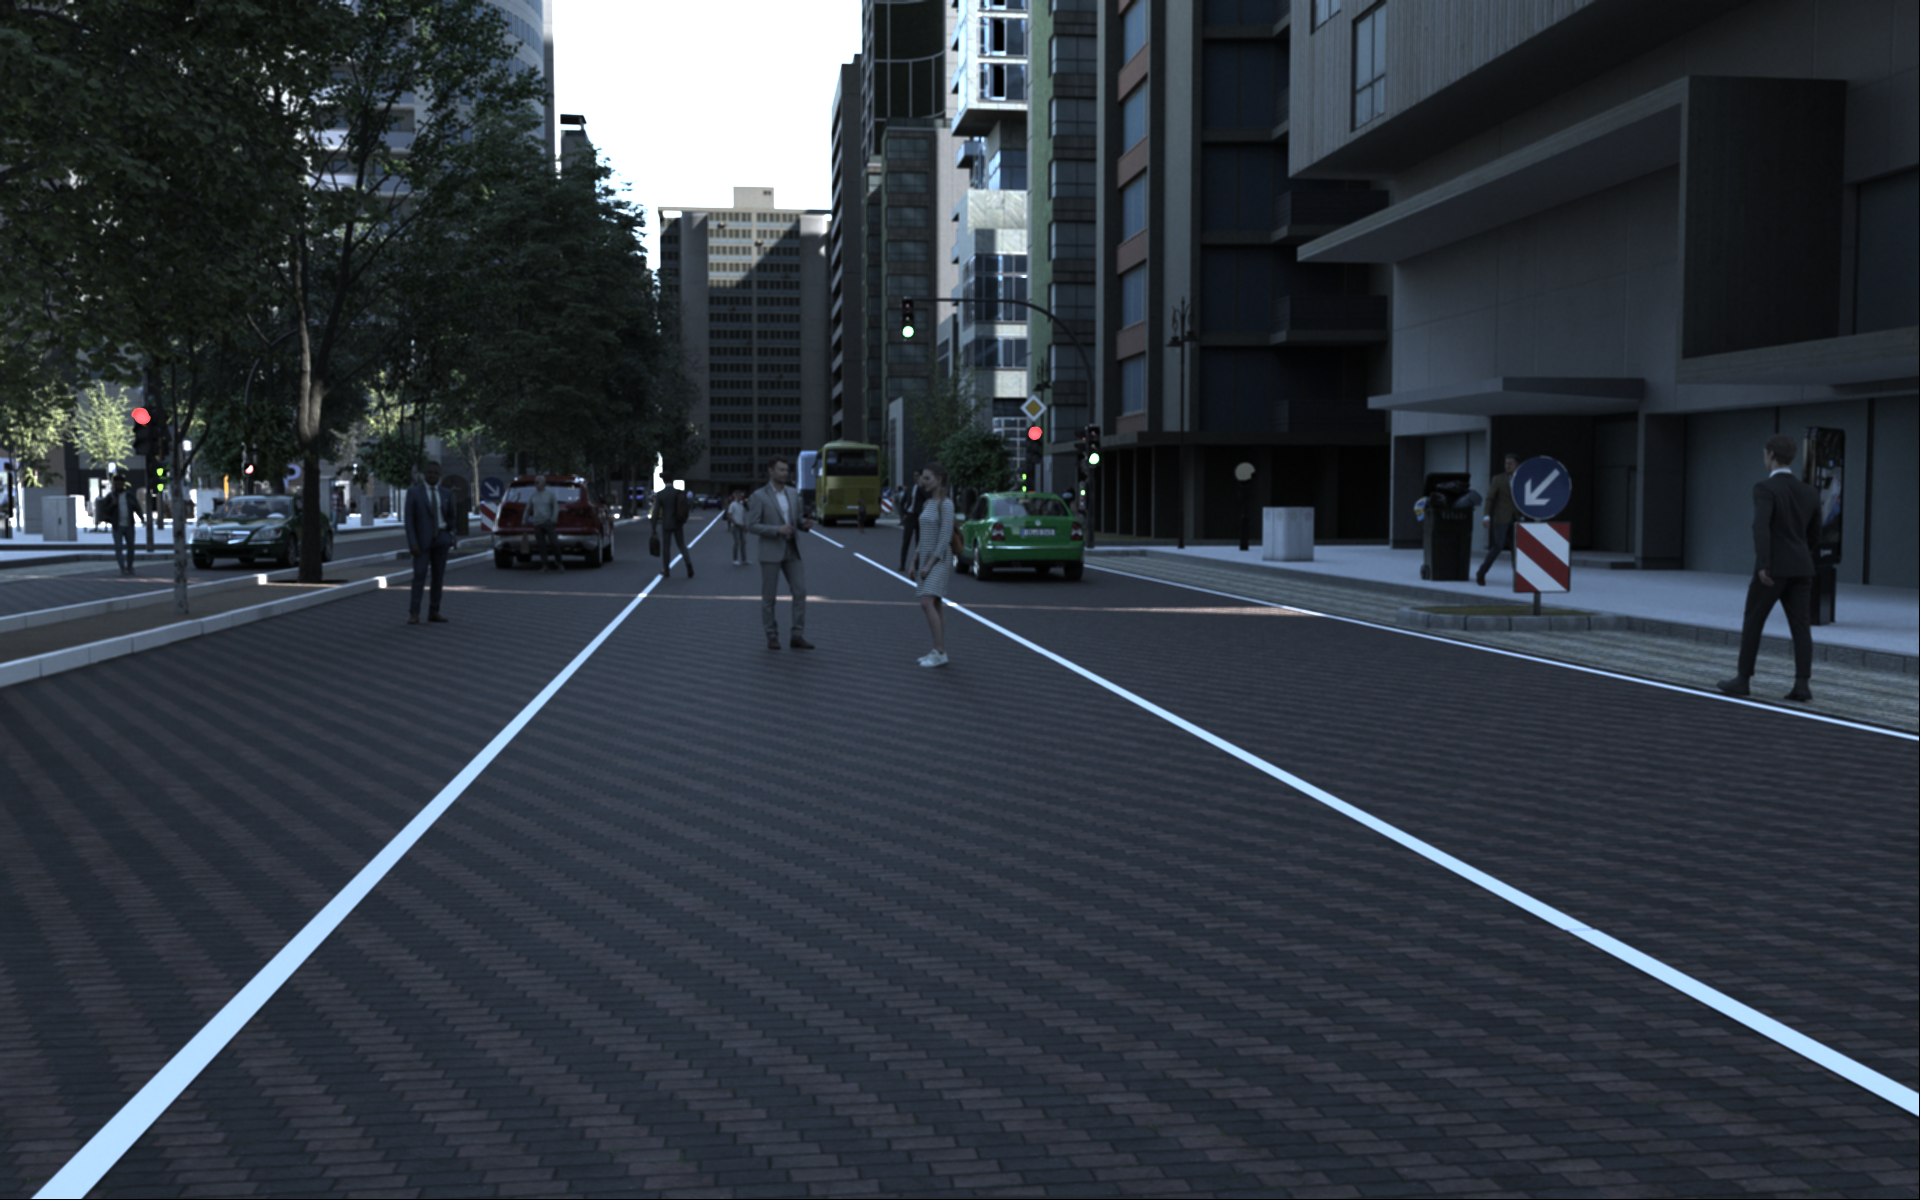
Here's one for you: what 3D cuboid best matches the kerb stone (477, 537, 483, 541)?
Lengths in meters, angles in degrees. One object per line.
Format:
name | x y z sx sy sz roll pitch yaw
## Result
kerb stone | -13.962 -1.690 49.886 0.120 0.150 1.000 0 4 -7

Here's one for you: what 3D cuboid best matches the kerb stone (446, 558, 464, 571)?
kerb stone | -9.754 -0.681 33.368 0.120 0.150 1.000 0 4 -7

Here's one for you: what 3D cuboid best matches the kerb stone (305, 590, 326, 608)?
kerb stone | -8.335 0.004 22.172 0.120 0.150 1.000 0 4 -7

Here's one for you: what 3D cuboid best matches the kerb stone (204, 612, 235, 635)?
kerb stone | -7.819 0.257 18.109 0.120 0.150 1.000 0 4 -7

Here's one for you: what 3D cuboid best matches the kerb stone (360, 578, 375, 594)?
kerb stone | -8.721 -0.185 25.221 0.120 0.150 1.000 0 4 -7

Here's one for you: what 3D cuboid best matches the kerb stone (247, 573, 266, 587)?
kerb stone | -11.069 -0.292 27.009 0.120 0.150 1.000 0 4 -7

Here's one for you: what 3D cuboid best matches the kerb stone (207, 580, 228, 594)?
kerb stone | -10.813 -0.165 24.981 0.120 0.150 1.000 0 4 -7

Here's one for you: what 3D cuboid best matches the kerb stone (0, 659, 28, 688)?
kerb stone | -7.183 0.561 13.022 0.120 0.150 1.000 0 4 -7

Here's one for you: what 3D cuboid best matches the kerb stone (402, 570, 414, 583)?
kerb stone | -9.110 -0.365 28.271 0.120 0.150 1.000 0 4 -7

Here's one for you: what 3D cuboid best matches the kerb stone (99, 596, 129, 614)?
kerb stone | -10.299 0.080 20.909 0.120 0.150 1.000 0 4 -7

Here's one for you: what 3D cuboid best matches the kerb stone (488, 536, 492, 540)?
kerb stone | -14.222 -1.811 51.919 0.120 0.150 1.000 0 4 -7

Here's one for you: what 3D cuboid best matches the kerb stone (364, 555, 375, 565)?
kerb stone | -12.096 -0.791 35.161 0.120 0.150 1.000 0 4 -7

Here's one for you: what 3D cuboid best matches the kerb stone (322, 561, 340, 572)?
kerb stone | -11.706 -0.605 32.095 0.120 0.150 1.000 0 4 -7

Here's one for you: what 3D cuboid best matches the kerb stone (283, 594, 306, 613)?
kerb stone | -8.204 0.063 21.158 0.120 0.150 1.000 0 4 -7

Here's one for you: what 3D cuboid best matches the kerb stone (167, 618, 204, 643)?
kerb stone | -7.701 0.313 17.084 0.120 0.150 1.000 0 4 -7

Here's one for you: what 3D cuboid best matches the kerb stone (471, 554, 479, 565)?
kerb stone | -10.013 -0.807 35.395 0.120 0.150 1.000 0 4 -7

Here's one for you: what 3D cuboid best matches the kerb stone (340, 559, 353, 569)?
kerb stone | -11.838 -0.668 33.116 0.120 0.150 1.000 0 4 -7

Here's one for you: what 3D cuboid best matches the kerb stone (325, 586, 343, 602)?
kerb stone | -8.471 -0.059 23.185 0.120 0.150 1.000 0 4 -7

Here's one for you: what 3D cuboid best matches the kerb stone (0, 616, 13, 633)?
kerb stone | -9.910 0.267 17.864 0.120 0.150 1.000 0 4 -7

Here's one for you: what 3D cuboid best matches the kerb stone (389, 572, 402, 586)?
kerb stone | -8.984 -0.308 27.256 0.120 0.150 1.000 0 4 -7

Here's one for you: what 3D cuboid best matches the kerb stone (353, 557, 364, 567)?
kerb stone | -11.976 -0.730 34.133 0.120 0.150 1.000 0 4 -7

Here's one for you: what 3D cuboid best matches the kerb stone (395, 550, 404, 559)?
kerb stone | -12.488 -0.979 38.205 0.120 0.150 1.000 0 4 -7

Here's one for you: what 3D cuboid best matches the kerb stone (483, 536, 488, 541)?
kerb stone | -14.091 -1.756 50.905 0.120 0.150 1.000 0 4 -7

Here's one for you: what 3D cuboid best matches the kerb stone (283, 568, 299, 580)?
kerb stone | -11.324 -0.419 29.047 0.120 0.150 1.000 0 4 -7

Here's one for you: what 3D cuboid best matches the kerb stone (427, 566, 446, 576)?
kerb stone | -9.500 -0.549 31.336 0.120 0.150 1.000 0 4 -7

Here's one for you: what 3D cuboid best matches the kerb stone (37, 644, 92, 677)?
kerb stone | -7.310 0.499 14.042 0.120 0.150 1.000 0 4 -7

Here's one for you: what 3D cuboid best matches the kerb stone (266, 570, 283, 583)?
kerb stone | -11.194 -0.351 28.023 0.120 0.150 1.000 0 4 -7

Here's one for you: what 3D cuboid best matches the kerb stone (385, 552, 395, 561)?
kerb stone | -12.353 -0.909 37.192 0.120 0.150 1.000 0 4 -7

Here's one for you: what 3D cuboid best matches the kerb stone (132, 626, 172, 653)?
kerb stone | -7.562 0.376 16.072 0.120 0.150 1.000 0 4 -7

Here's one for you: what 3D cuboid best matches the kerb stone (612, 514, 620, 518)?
kerb stone | -21.178 -5.174 106.782 0.120 0.150 1.000 0 4 -7

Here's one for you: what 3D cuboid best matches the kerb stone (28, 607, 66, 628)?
kerb stone | -10.036 0.203 18.880 0.120 0.150 1.000 0 4 -7

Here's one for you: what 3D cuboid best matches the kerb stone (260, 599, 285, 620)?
kerb stone | -8.077 0.127 20.139 0.120 0.150 1.000 0 4 -7

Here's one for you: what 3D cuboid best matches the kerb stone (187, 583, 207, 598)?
kerb stone | -10.678 -0.108 23.963 0.120 0.150 1.000 0 4 -7

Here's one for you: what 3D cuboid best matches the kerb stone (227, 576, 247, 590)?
kerb stone | -10.940 -0.232 25.995 0.120 0.150 1.000 0 4 -7

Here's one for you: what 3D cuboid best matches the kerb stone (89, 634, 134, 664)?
kerb stone | -7.440 0.437 15.056 0.120 0.150 1.000 0 4 -7

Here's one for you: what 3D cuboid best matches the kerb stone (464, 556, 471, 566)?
kerb stone | -9.892 -0.745 34.380 0.120 0.150 1.000 0 4 -7

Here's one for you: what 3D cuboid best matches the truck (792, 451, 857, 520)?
truck | -8.019 -6.917 102.846 2.967 4.110 18.799 -1 4 -9

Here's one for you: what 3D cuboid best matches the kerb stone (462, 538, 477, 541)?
kerb stone | -13.839 -1.632 48.871 0.120 0.150 1.000 0 4 -7

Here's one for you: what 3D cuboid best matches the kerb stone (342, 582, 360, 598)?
kerb stone | -8.594 -0.123 24.200 0.120 0.150 1.000 0 4 -7

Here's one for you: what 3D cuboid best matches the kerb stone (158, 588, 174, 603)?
kerb stone | -10.560 -0.041 22.943 0.120 0.150 1.000 0 4 -7

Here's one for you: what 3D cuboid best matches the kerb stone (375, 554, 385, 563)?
kerb stone | -12.229 -0.854 36.175 0.120 0.150 1.000 0 4 -7

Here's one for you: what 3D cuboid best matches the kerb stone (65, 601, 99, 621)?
kerb stone | -10.166 0.141 19.894 0.120 0.150 1.000 0 4 -7

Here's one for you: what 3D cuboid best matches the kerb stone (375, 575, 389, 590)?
kerb stone | -8.857 -0.247 26.242 0.120 0.150 1.000 0 4 -7

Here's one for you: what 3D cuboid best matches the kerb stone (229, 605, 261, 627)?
kerb stone | -7.948 0.188 19.125 0.120 0.150 1.000 0 4 -7

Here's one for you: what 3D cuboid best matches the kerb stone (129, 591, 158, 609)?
kerb stone | -10.416 0.018 21.928 0.120 0.150 1.000 0 4 -7
